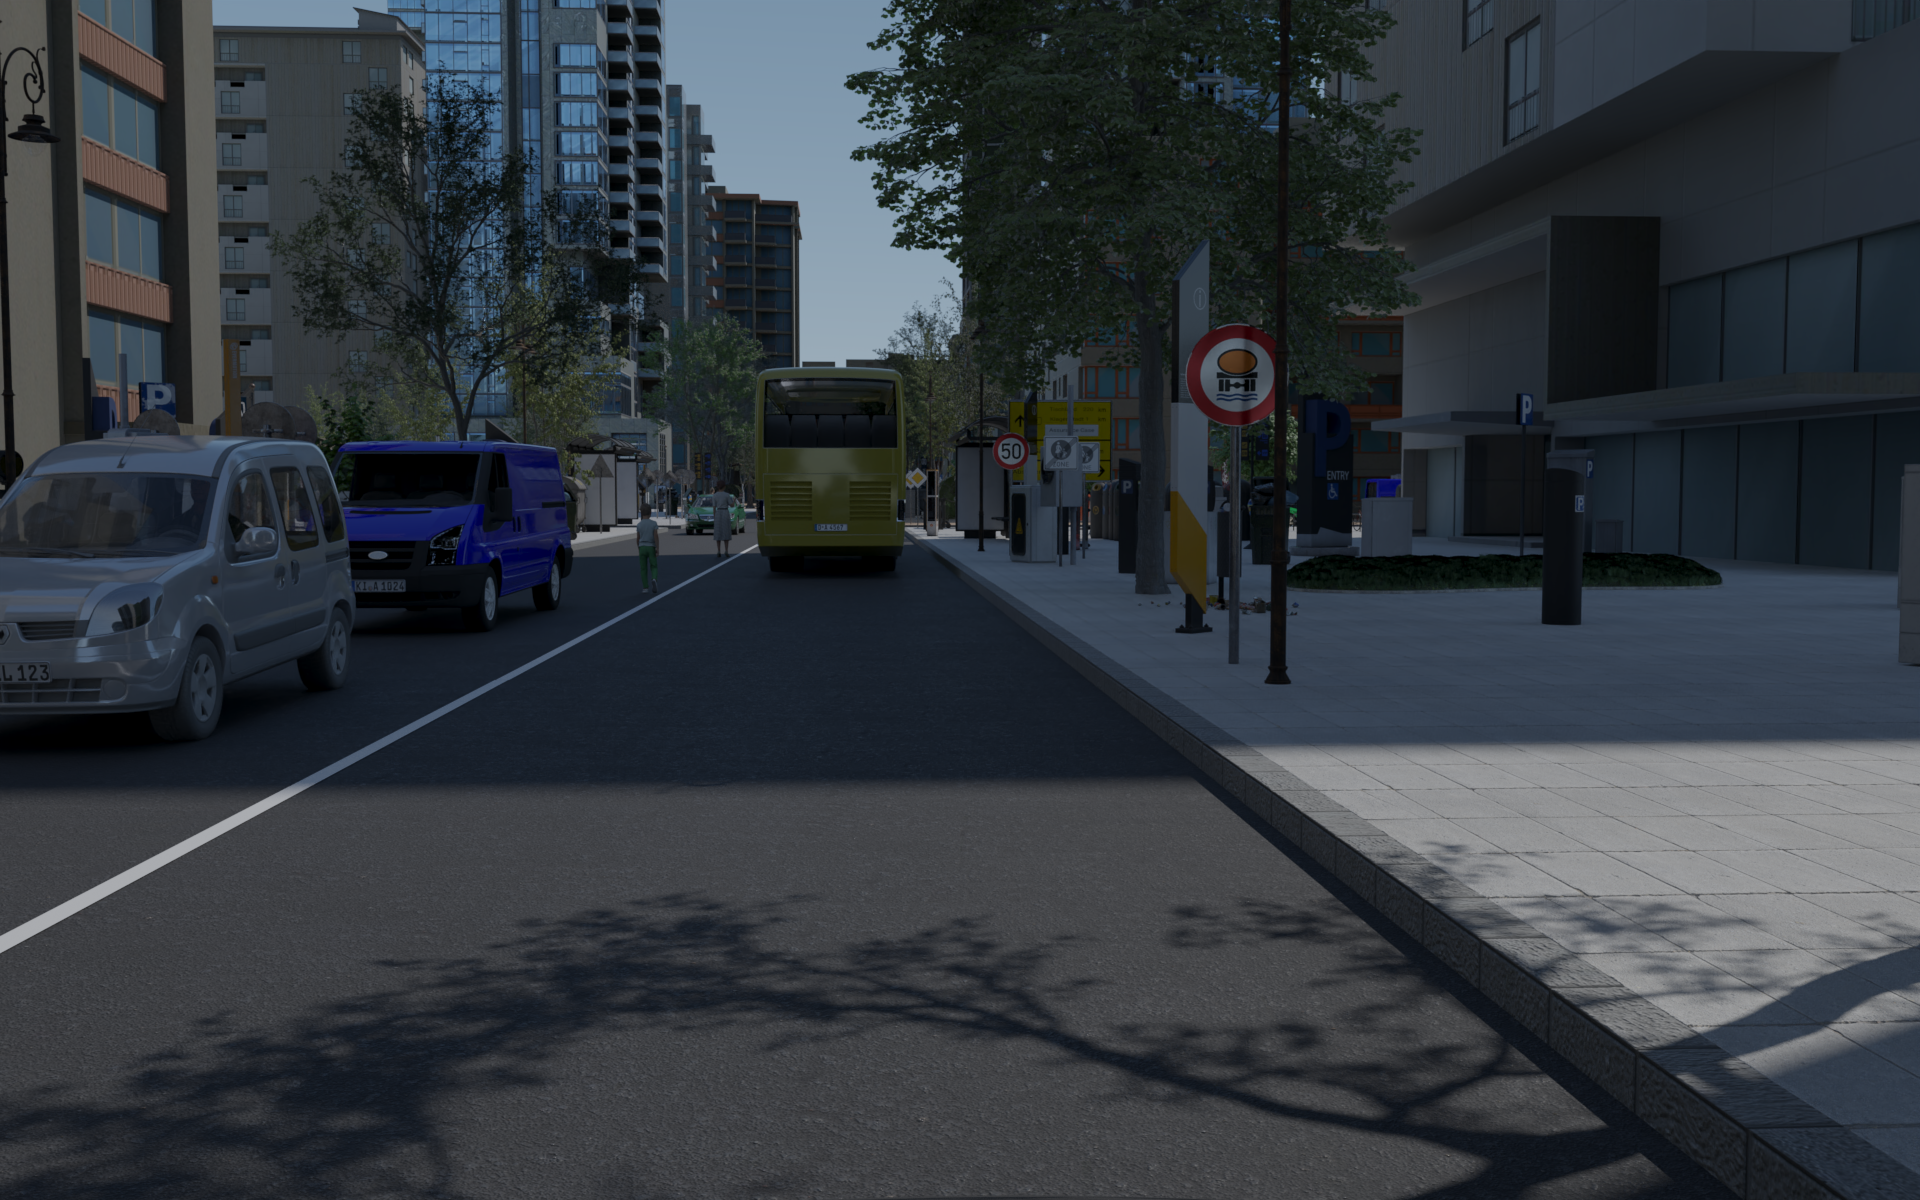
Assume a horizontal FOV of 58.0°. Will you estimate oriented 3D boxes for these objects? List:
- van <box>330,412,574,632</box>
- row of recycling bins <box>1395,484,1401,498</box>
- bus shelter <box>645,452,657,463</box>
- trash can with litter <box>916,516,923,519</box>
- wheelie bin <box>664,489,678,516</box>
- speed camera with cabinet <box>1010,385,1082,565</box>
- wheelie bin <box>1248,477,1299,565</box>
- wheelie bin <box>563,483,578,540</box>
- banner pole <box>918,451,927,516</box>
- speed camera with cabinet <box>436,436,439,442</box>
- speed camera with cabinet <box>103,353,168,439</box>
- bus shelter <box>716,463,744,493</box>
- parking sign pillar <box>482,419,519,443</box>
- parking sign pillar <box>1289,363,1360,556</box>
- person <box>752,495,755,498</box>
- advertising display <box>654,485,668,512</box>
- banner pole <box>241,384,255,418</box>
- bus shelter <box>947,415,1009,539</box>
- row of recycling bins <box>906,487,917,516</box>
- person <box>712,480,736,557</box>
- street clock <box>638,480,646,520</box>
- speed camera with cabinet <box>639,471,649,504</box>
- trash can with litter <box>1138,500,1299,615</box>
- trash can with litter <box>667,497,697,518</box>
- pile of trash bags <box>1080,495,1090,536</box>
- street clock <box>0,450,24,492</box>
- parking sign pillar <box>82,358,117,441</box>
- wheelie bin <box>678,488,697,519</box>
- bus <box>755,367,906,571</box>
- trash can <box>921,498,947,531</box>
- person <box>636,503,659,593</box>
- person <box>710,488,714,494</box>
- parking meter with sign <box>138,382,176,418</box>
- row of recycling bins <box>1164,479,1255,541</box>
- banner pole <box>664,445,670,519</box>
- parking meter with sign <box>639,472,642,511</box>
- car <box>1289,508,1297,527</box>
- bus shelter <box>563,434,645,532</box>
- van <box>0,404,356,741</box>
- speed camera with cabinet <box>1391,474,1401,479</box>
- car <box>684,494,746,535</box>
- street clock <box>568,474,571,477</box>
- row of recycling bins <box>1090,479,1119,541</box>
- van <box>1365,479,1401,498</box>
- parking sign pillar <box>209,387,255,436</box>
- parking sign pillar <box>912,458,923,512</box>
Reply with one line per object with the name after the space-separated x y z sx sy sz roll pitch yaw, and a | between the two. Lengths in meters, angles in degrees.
-5.873 -0.941 19.770 2.240 2.365 5.245 0 4 -2 | van
16.717 -3.412 62.901 1.069 1.692 3.534 3 4 36 | row of recycling bins
-14.533 -4.996 75.613 2.014 3.302 5.546 0 4 -3 | bus shelter
-1.779 -4.759 88.873 1.678 1.210 2.233 2 4 24 | trash can with litter
-17.237 -5.859 103.703 0.693 1.594 0.980 3 4 38 | wheelie bin
1.573 -2.306 32.045 0.660 3.252 2.038 -1 4 -22 | speed camera with cabinet
5.673 -1.445 31.526 0.980 1.594 0.693 2 4 25 | wheelie bin
-11.051 -2.470 48.299 0.693 1.594 0.980 -2 4 -27 | wheelie bin
-2.218 -6.803 101.250 0.863 3.779 0.401 -3 5 -44 | banner pole
-17.782 -3.939 58.745 0.660 3.252 2.038 0 4 5 | speed camera with cabinet
-11.085 -1.837 24.374 2.038 3.252 0.660 2 4 24 | speed camera with cabinet
-17.703 -8.711 133.709 1.731 3.624 6.357 0 4 -3 | bus shelter
-16.330 -4.472 61.592 1.447 3.967 1.447 1 4 17 | parking sign pillar
7.611 -2.911 36.062 1.447 3.967 1.447 -3 4 -38 | parking sign pillar
-27.551 -13.413 227.880 0.705 1.814 1.350 3 4 37 | person
-21.437 -7.274 124.137 0.974 1.923 0.123 0 4 -7 | advertising display
-16.148 -3.005 39.150 0.401 3.779 0.863 2 4 28 | banner pole
0.800 -3.269 47.378 2.014 3.302 5.546 0 4 -3 | bus shelter
-3.136 -5.910 103.734 1.069 1.692 3.534 0 4 -5 | row of recycling bins
-5.360 -1.855 39.391 0.480 1.755 0.524 1 4 8 | person
-14.837 -4.672 80.961 0.471 2.002 0.358 -1 4 -14 | street clock
-26.882 -9.277 146.012 0.660 3.252 2.038 1 4 13 | speed camera with cabinet
3.032 -0.501 19.252 1.678 1.210 2.233 -1 4 -12 | trash can with litter
-14.584 -4.991 92.659 2.233 1.210 1.678 1 4 23 | trash can with litter
4.843 -2.751 54.729 3.447 1.369 1.912 -3 5 -42 | pile of trash bags
-15.655 -1.463 28.491 0.358 2.002 0.471 1 4 19 | street clock
-17.332 -2.843 34.963 1.447 3.967 1.447 -1 4 -19 | parking sign pillar
-14.085 -5.049 90.462 0.693 1.594 0.980 -2 4 -28 | wheelie bin
-2.553 -2.658 35.013 2.896 3.916 12.252 0 4 -4 | bus
-0.958 -2.923 59.444 0.748 1.137 0.748 0 3 0 | trash can
-4.489 -0.745 24.930 0.306 1.304 0.590 -1 4 -20 | person
-10.392 -3.862 72.646 0.512 1.701 0.522 2 4 23 | person
-13.200 -1.921 27.671 1.738 3.016 0.543 3 4 38 | parking meter with sign
7.274 -2.499 47.967 3.534 1.692 1.069 2 4 32 | row of recycling bins
-15.080 -6.049 88.912 0.401 3.779 0.863 0 4 -7 | banner pole
-25.049 -8.447 134.375 0.543 3.016 1.738 2 4 25 | parking meter with sign
11.439 -3.671 68.809 4.718 1.807 1.959 0 4 -5 | car
-12.529 -4.100 60.952 2.014 3.302 5.546 0 4 -4 | bus shelter
-5.296 -0.264 11.326 2.013 2.044 4.112 0 4 -3 | van
31.124 -7.762 121.245 2.038 3.252 0.660 0 4 6 | speed camera with cabinet
-8.744 -3.083 62.202 2.131 1.459 4.920 0 4 -2 | car
-14.080 -3.570 62.936 0.358 2.002 0.471 0 4 0 | street clock
4.462 -2.539 48.629 1.069 1.692 3.534 -1 4 -9 | row of recycling bins
19.370 -4.089 71.246 5.245 2.365 2.240 0 4 -4 | van
-17.971 -3.320 42.756 1.447 3.967 1.447 1 4 15 | parking sign pillar
-3.151 -8.395 125.734 1.447 3.967 1.447 -1 4 -14 | parking sign pillar
